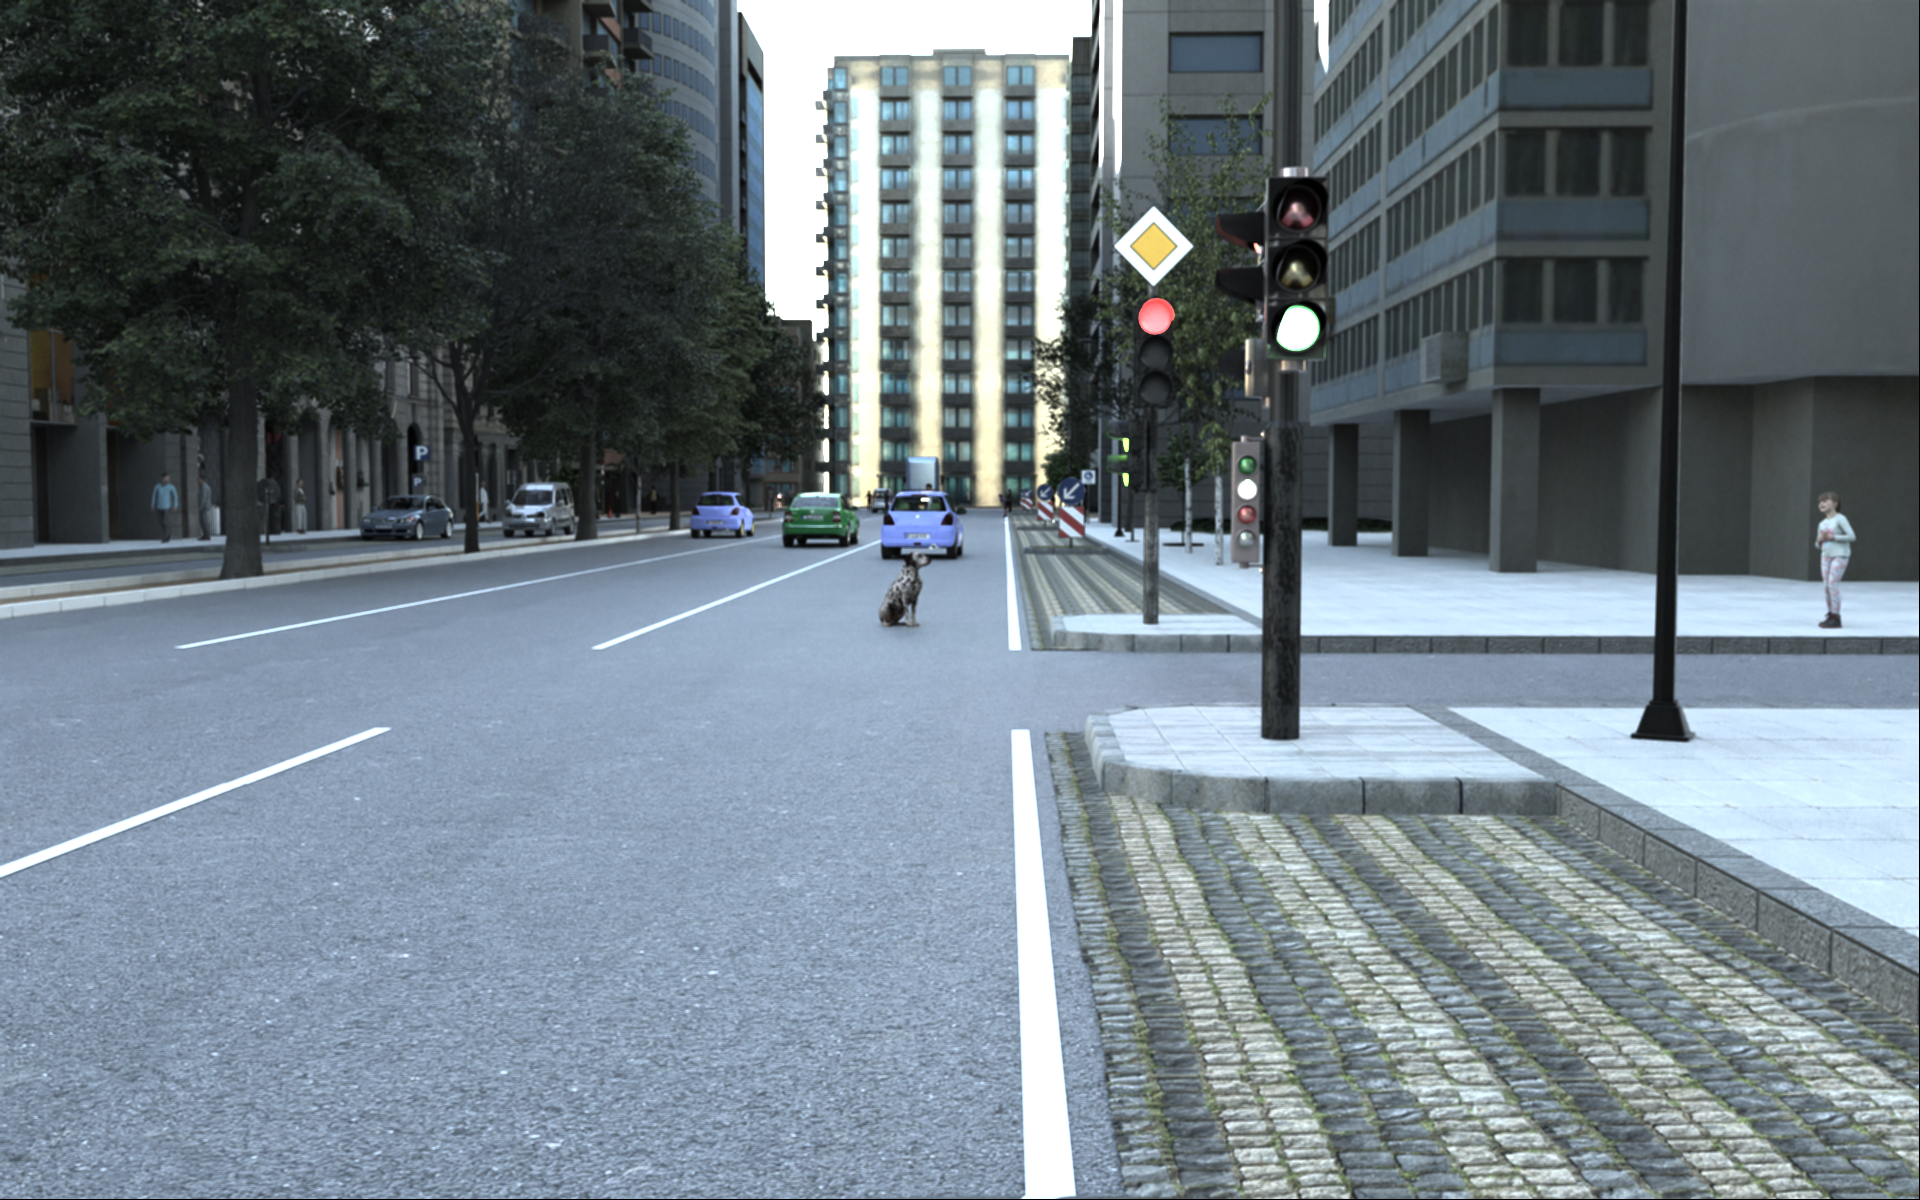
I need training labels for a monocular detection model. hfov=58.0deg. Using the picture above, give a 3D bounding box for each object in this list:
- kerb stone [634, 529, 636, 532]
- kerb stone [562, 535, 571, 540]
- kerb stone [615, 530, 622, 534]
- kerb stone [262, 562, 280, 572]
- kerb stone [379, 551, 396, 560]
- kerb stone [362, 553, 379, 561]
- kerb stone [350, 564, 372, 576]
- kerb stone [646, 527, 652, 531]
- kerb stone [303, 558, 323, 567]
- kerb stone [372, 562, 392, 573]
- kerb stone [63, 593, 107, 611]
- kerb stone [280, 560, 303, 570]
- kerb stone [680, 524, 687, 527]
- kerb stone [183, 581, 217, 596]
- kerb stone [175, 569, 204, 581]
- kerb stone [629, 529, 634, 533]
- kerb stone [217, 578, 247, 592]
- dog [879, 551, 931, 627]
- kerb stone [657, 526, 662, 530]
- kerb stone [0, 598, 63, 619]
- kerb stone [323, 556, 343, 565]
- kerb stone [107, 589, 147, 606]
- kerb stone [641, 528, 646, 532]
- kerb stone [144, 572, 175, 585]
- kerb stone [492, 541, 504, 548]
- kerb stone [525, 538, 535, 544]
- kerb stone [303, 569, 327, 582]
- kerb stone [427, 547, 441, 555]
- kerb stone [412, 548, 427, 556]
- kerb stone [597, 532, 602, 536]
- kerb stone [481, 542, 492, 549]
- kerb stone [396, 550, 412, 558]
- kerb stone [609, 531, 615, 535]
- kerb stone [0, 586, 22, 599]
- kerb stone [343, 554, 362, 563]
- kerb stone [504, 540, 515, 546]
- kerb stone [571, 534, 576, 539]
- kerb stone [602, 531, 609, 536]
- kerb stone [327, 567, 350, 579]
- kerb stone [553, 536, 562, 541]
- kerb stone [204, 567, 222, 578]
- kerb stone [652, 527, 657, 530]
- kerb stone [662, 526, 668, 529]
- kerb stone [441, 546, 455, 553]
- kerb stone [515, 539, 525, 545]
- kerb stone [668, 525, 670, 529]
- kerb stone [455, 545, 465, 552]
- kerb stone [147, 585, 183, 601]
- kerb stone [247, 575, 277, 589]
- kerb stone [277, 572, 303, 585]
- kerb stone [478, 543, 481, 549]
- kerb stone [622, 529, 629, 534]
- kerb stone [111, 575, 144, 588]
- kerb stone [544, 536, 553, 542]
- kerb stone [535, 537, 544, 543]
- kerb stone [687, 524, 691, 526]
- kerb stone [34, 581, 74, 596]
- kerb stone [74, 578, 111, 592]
[{"bbox_3d":[-11.997,-2.535,63.645,0.120,0.150,1.000,0,4,1],"label":"kerb stone"},{"bbox_3d":[-12.259,-1.908,53.397,0.120,0.150,1.000,0,4,1],"label":"kerb stone"},{"bbox_3d":[-12.080,-2.347,60.575,0.120,0.150,1.000,0,4,1],"label":"kerb stone"},{"bbox_3d":[-12.822,-0.592,31.867,0.120,0.150,1.000,0,4,1],"label":"kerb stone"},{"bbox_3d":[-12.664,-0.967,38.009,0.120,0.150,1.000,0,4,1],"label":"kerb stone"},{"bbox_3d":[-12.691,-0.904,36.977,0.120,0.150,1.000,0,4,1],"label":"kerb stone"},{"bbox_3d":[-10.754,-0.523,30.815,0.120,0.150,1.000,0,4,1],"label":"kerb stone"},{"bbox_3d":[-11.946,-2.661,65.697,0.120,0.150,1.000,0,4,1],"label":"kerb stone"},{"bbox_3d":[-12.773,-0.715,33.911,0.120,0.150,1.000,0,4,1],"label":"kerb stone"},{"bbox_3d":[-10.724,-0.590,31.837,0.120,0.150,1.000,0,4,1],"label":"kerb stone"},{"bbox_3d":[-10.987,0.037,21.584,0.120,0.150,1.000,0,4,1],"label":"kerb stone"},{"bbox_3d":[-12.796,-0.654,32.889,0.120,0.150,1.000,0,4,1],"label":"kerb stone"},{"bbox_3d":[-11.756,-3.100,72.887,0.120,0.150,1.000,0,4,1],"label":"kerb stone"},{"bbox_3d":[-10.911,-0.150,24.664,0.120,0.150,1.000,0,4,1],"label":"kerb stone"},{"bbox_3d":[-12.899,-0.402,28.798,0.120,0.150,1.000,0,4,1],"label":"kerb stone"},{"bbox_3d":[-12.030,-2.473,62.623,0.120,0.150,1.000,0,4,1],"label":"kerb stone"},{"bbox_3d":[-10.889,-0.213,25.686,0.120,0.150,1.000,0,4,1],"label":"kerb stone"},{"bbox_3d":[-0.644,-0.129,18.947,0.513,0.831,0.800,-1,4,-13],"label":"dog"},{"bbox_3d":[-11.895,-2.786,67.742,0.120,0.150,1.000,0,4,1],"label":"kerb stone"},{"bbox_3d":[-11.015,0.100,20.563,0.120,0.150,1.000,0,4,1],"label":"kerb stone"},{"bbox_3d":[-12.747,-0.779,34.933,0.120,0.150,1.000,0,4,1],"label":"kerb stone"},{"bbox_3d":[-10.954,-0.025,22.606,0.120,0.150,1.000,0,4,1],"label":"kerb stone"},{"bbox_3d":[-11.968,-2.591,64.670,0.120,0.150,1.000,0,4,1],"label":"kerb stone"},{"bbox_3d":[-12.928,-0.340,27.776,0.120,0.150,1.000,0,4,1],"label":"kerb stone"},{"bbox_3d":[-12.449,-1.470,46.231,0.120,0.150,1.000,0,4,1],"label":"kerb stone"},{"bbox_3d":[-12.366,-1.658,49.302,0.120,0.150,1.000,0,4,1],"label":"kerb stone"},{"bbox_3d":[-10.804,-0.402,28.763,0.120,0.150,1.000,0,4,1],"label":"kerb stone"},{"bbox_3d":[-12.586,-1.153,41.086,0.120,0.150,1.000,0,4,1],"label":"kerb stone"},{"bbox_3d":[-12.608,-1.091,40.056,0.120,0.150,1.000,0,4,1],"label":"kerb stone"},{"bbox_3d":[-12.156,-2.159,57.500,0.120,0.150,1.000,0,4,1],"label":"kerb stone"},{"bbox_3d":[-12.474,-1.402,45.188,0.120,0.150,1.000,0,4,1],"label":"kerb stone"},{"bbox_3d":[-12.638,-1.024,39.034,0.120,0.150,1.000,0,4,1],"label":"kerb stone"},{"bbox_3d":[-12.106,-2.284,59.545,0.120,0.150,1.000,0,4,1],"label":"kerb stone"},{"bbox_3d":[-13.036,-0.091,23.684,0.120,0.150,1.000,0,4,1],"label":"kerb stone"},{"bbox_3d":[-12.716,-0.842,35.955,0.120,0.150,1.000,0,4,1],"label":"kerb stone"},{"bbox_3d":[-12.419,-1.533,47.258,0.120,0.150,1.000,0,4,1],"label":"kerb stone"},{"bbox_3d":[-12.243,-1.964,54.421,0.120,0.150,1.000,0,4,1],"label":"kerb stone"},{"bbox_3d":[-12.132,-2.222,58.522,0.120,0.150,1.000,0,4,1],"label":"kerb stone"},{"bbox_3d":[-10.780,-0.464,29.790,0.120,0.150,1.000,0,4,1],"label":"kerb stone"},{"bbox_3d":[-12.299,-1.846,52.370,0.120,0.150,1.000,0,4,1],"label":"kerb stone"},{"bbox_3d":[-12.874,-0.466,29.820,0.120,0.150,1.000,0,4,1],"label":"kerb stone"},{"bbox_3d":[-11.917,-2.723,66.719,0.120,0.150,1.000,0,4,1],"label":"kerb stone"},{"bbox_3d":[-11.870,-2.847,68.764,0.120,0.150,1.000,0,4,1],"label":"kerb stone"},{"bbox_3d":[-12.557,-1.215,42.115,0.120,0.150,1.000,0,4,1],"label":"kerb stone"},{"bbox_3d":[-12.402,-1.595,48.280,0.120,0.150,1.000,0,4,1],"label":"kerb stone"},{"bbox_3d":[-11.838,-2.911,69.793,0.120,0.150,1.000,0,4,1],"label":"kerb stone"},{"bbox_3d":[-12.526,-1.276,43.140,0.120,0.150,1.000,0,4,1],"label":"kerb stone"},{"bbox_3d":[-10.933,-0.088,23.637,0.120,0.150,1.000,0,4,1],"label":"kerb stone"},{"bbox_3d":[-10.850,-0.274,26.708,0.120,0.150,1.000,0,4,1],"label":"kerb stone"},{"bbox_3d":[-10.824,-0.335,27.730,0.120,0.150,1.000,0,4,1],"label":"kerb stone"},{"bbox_3d":[-12.500,-1.340,44.162,0.120,0.150,1.000,0,4,1],"label":"kerb stone"},{"bbox_3d":[-12.043,-2.408,61.601,0.120,0.150,1.000,0,4,1],"label":"kerb stone"},{"bbox_3d":[-12.951,-0.278,26.754,0.120,0.150,1.000,0,4,1],"label":"kerb stone"},{"bbox_3d":[-12.322,-1.783,51.348,0.120,0.150,1.000,0,4,1],"label":"kerb stone"},{"bbox_3d":[-12.344,-1.720,50.324,0.120,0.150,1.000,0,4,1],"label":"kerb stone"},{"bbox_3d":[-11.730,-3.163,73.909,0.120,0.150,1.000,0,4,1],"label":"kerb stone"},{"bbox_3d":[-13.006,-0.154,24.705,0.120,0.150,1.000,0,4,1],"label":"kerb stone"},{"bbox_3d":[-12.975,-0.216,25.727,0.120,0.150,1.000,0,4,1],"label":"kerb stone"}]
